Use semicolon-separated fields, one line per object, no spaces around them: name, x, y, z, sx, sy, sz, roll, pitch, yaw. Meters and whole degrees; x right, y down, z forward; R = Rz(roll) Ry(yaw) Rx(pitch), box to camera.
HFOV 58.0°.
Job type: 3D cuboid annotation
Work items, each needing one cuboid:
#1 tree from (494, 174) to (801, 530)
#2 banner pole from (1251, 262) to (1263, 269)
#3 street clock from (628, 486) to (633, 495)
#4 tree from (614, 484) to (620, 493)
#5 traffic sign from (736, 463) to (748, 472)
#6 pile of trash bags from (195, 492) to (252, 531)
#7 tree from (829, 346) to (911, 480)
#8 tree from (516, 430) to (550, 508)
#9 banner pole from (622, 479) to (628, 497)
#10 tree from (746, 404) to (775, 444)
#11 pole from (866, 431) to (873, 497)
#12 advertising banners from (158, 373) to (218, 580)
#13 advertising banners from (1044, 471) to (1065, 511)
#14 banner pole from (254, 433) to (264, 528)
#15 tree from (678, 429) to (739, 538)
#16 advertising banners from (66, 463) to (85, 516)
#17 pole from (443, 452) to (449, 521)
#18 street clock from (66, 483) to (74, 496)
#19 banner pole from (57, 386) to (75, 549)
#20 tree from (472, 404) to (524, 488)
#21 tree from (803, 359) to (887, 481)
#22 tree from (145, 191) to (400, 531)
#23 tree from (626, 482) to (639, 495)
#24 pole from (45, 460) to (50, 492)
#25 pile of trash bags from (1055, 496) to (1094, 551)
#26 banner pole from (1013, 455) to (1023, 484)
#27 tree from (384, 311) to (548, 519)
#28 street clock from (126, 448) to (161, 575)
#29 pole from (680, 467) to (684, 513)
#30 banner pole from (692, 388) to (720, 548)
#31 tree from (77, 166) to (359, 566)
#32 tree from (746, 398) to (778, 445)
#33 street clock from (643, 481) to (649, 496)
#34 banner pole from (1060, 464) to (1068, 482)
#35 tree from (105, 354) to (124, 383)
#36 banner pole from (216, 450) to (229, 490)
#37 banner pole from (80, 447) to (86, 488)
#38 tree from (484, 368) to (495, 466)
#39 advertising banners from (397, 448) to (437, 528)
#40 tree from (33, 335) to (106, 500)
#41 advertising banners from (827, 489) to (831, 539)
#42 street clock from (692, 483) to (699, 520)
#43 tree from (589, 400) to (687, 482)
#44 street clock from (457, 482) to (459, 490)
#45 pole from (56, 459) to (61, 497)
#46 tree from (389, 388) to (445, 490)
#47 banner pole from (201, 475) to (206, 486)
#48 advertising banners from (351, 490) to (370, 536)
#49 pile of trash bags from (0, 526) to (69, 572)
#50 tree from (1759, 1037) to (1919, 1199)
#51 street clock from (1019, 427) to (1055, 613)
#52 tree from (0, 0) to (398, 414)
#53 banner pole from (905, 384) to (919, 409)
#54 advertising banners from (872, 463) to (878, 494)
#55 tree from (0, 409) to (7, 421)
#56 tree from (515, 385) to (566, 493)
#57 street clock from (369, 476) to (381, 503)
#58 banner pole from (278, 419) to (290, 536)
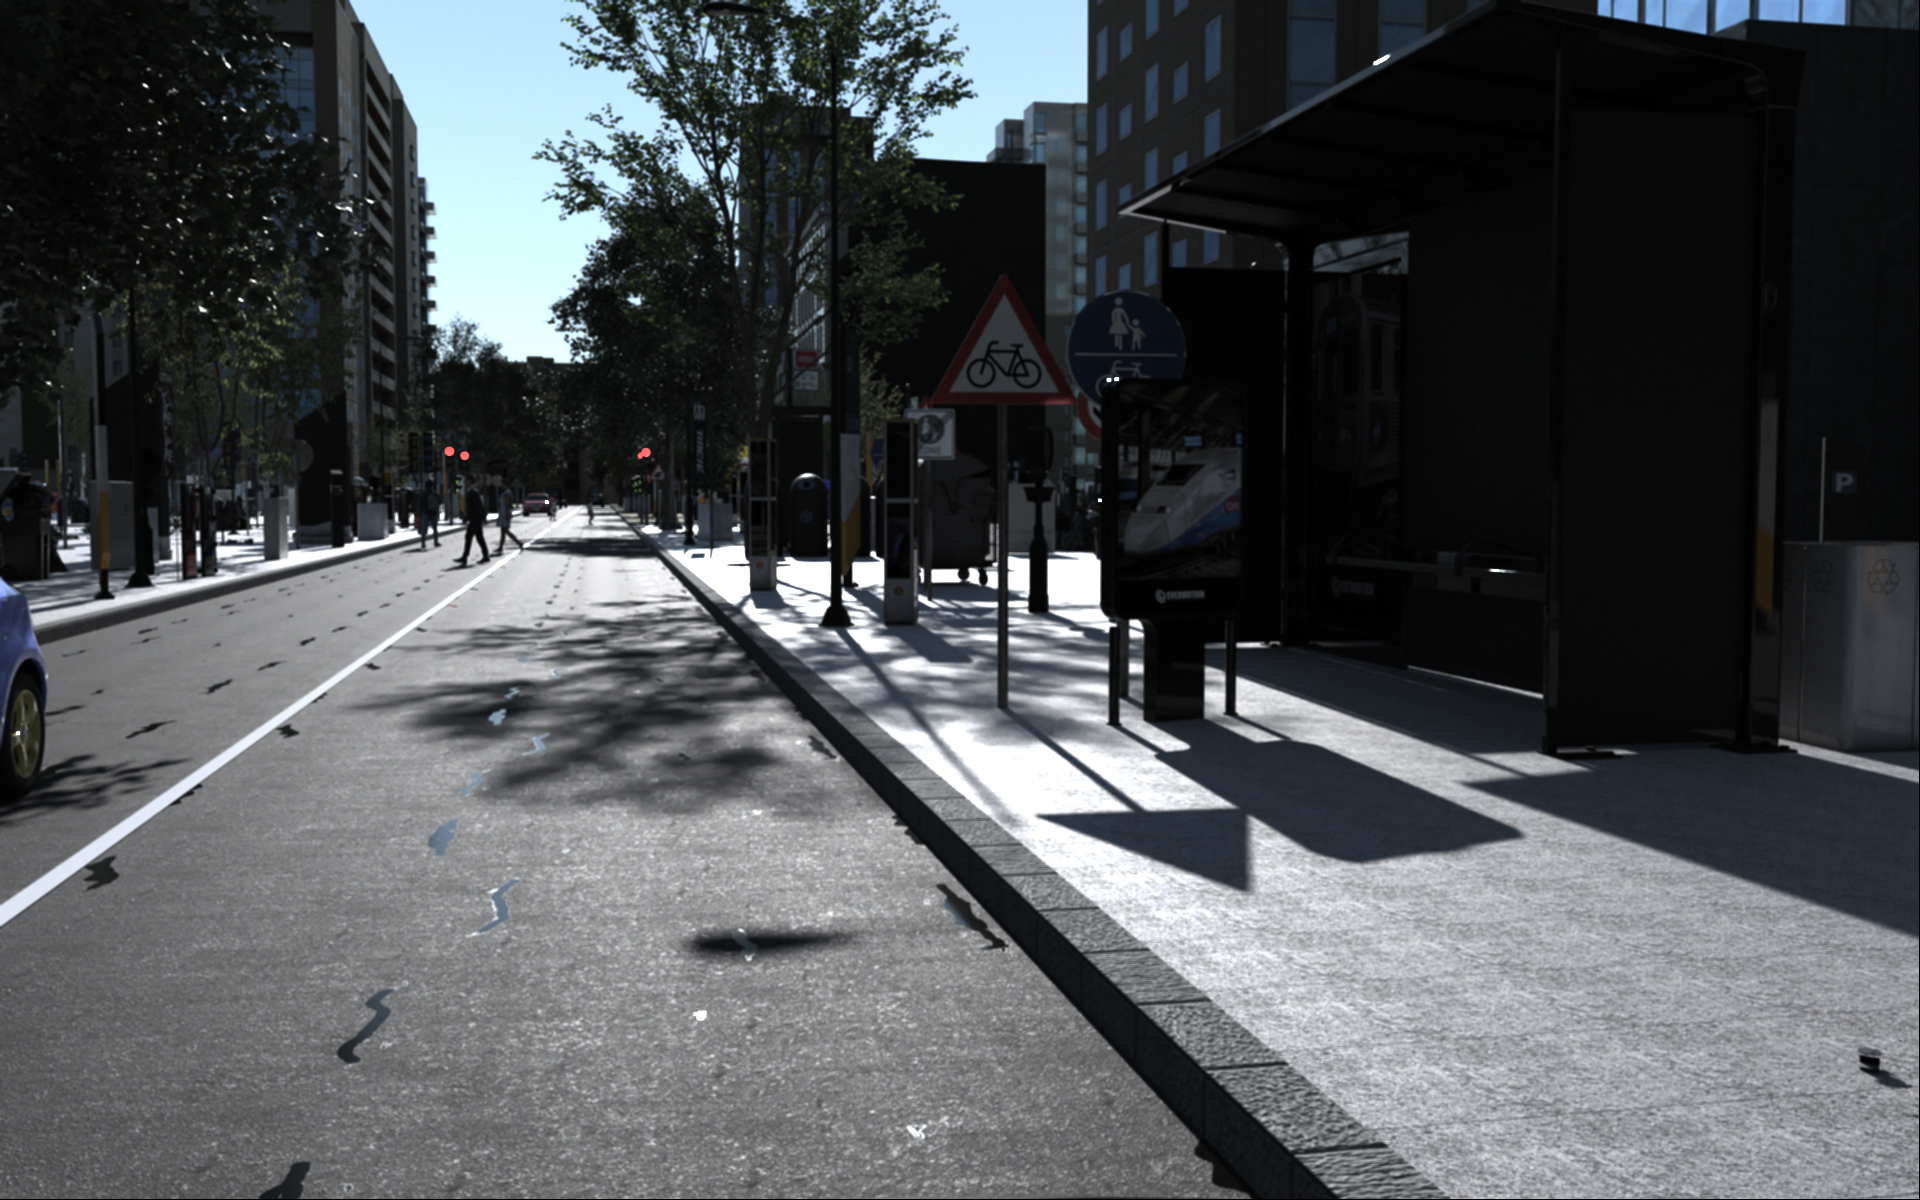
tree;-10.449;-8.859;61.859;9.611;12.733;9.660;0;3;0
banner pole;2.985;-1.758;18.768;0.863;3.779;0.401;-1;4;-14
street clock;-27.692;-8.629;145.650;0.471;2.002;0.358;3;5;45
tree;-42.835;-13.761;219.594;1.663;3.219;1.824;0;3;0
traffic sign;-8.754;-4.309;70.556;0.768;2.556;0.104;0;4;-4
pile of trash bags;-26.365;-3.129;60.904;1.912;1.369;3.447;0;4;0
tree;-4.511;-8.168;83.903;4.360;8.622;3.978;0;3;0
tree;-41.155;-12.905;161.366;4.737;8.622;4.395;0;3;0
banner pole;-28.994;-9.788;150.052;0.401;3.779;0.863;2;4;31
tree;-15.523;-11.428;137.209;4.737;8.622;4.395;0;3;0
pole;-2.958;-3.833;56.515;0.158;3.312;0.155;0;3;0
advertising banners;-11.668;-1.834;26.180;0.090;3.025;2.074;0;4;-4
advertising banners;3.454;-4.150;64.048;0.090;3.025;2.074;2;4;34
banner pole;-26.090;-4.554;64.467;0.863;3.779;0.401;3;5;42
tree;-7.221;-3.419;50.509;1.663;3.219;1.824;0;3;0
advertising banners;-50.463;-6.275;98.791;2.074;3.025;0.090;2;4;29
pole;-24.766;-5.479;83.424;0.158;3.312;0.155;0;3;0
street clock;-57.291;-6.542;111.529;0.471;2.002;0.358;2;4;26
banner pole;-20.942;-3.081;40.392;0.401;3.779;0.863;-2;4;-32
tree;-34.459;-10.963;129.600;4.360;8.622;3.978;0;3;0
tree;-6.183;-8.820;94.572;4.737;8.622;4.395;0;3;0
tree;-14.878;-5.336;37.609;4.737;8.622;4.395;0;3;0
tree;-26.864;-9.164;144.430;1.663;3.219;1.824;0;3;0
pole;-54.141;-6.665;102.819;0.158;3.312;0.155;0;3;0
pile of trash bags;2.599;-1.877;40.438;1.912;1.369;3.447;-2;4;-24
banner pole;3.786;-7.418;111.298;0.863;3.779;0.401;1;4;11
tree;-25.112;-9.364;87.509;8.767;10.594;7.601;0;4;4
street clock;-12.881;-1.394;27.370;0.471;2.002;0.358;-3;5;-41
pole;-19.137;-7.674;119.312;0.158;3.312;0.155;0;3;0
banner pole;-6.011;-3.104;40.771;0.401;3.779;0.863;2;4;34
tree;-13.416;-4.910;30.635;4.360;8.622;3.978;0;3;0
tree;-15.253;-10.952;129.434;4.360;8.622;3.978;0;3;0
street clock;-17.241;-5.544;95.212;0.358;2.002;0.471;0;4;-2
banner pole;8.671;-9.467;144.805;0.863;3.779;0.401;1;4;9
tree;-28.988;-7.037;65.421;4.737;8.622;4.395;0;3;0
banner pole;-42.319;-6.682;99.262;0.863;3.779;0.401;0;4;2
banner pole;-45.379;-6.091;89.613;0.863;3.779;0.401;3;5;41
tree;-36.789;-13.725;141.414;9.611;12.733;9.660;0;3;0
advertising banners;-20.351;-4.209;65.006;2.074;3.025;0.090;2;4;29
tree;-40.988;-8.004;81.230;4.737;8.622;4.395;0;3;0
advertising banners;-3.907;-3.307;50.262;0.090;3.025;2.074;-1;4;-18
street clock;-12.866;-4.887;84.471;0.358;2.002;0.471;1;4;20
tree;-25.330;-14.136;137.772;9.857;13.997;8.962;0;3;0
street clock;-30.142;-6.088;104.107;0.358;2.002;0.471;-2;4;-31
pole;-53.100;-6.619;102.070;0.158;3.312;0.155;0;3;0
tree;-36.109;-10.100;115.492;4.360;8.622;3.978;0;3;0
banner pole;-45.631;-7.010;104.633;0.863;3.779;0.401;0;4;-3
advertising banners;-18.891;-3.431;52.291;2.074;3.025;0.090;-2;4;-32
pile of trash bags;-15.549;-1.130;28.233;1.912;1.369;3.447;-1;4;-12
tree;2.367;-4.719;2.906;9.928;11.665;9.643;0;3;0
street clock;0.854;-0.869;18.778;0.358;2.002;0.471;1;4;15
tree;-9.423;-5.892;13.335;9.611;12.733;9.660;0;3;0
banner pole;-1.091;-3.018;39.365;0.401;3.779;0.863;-2;4;-23
advertising banners;-4.993;-5.559;87.072;2.074;3.025;0.090;-2;4;-23
tree;-49.617;-8.274;85.644;4.360;8.622;3.978;0;3;0
tree;-42.031;-15.398;169.880;7.486;12.596;7.792;0;3;0
street clock;-23.140;-3.918;68.631;0.471;2.002;0.358;1;4;22
banner pole;-20.650;-3.824;52.534;0.401;3.779;0.863;-3;5;-39
